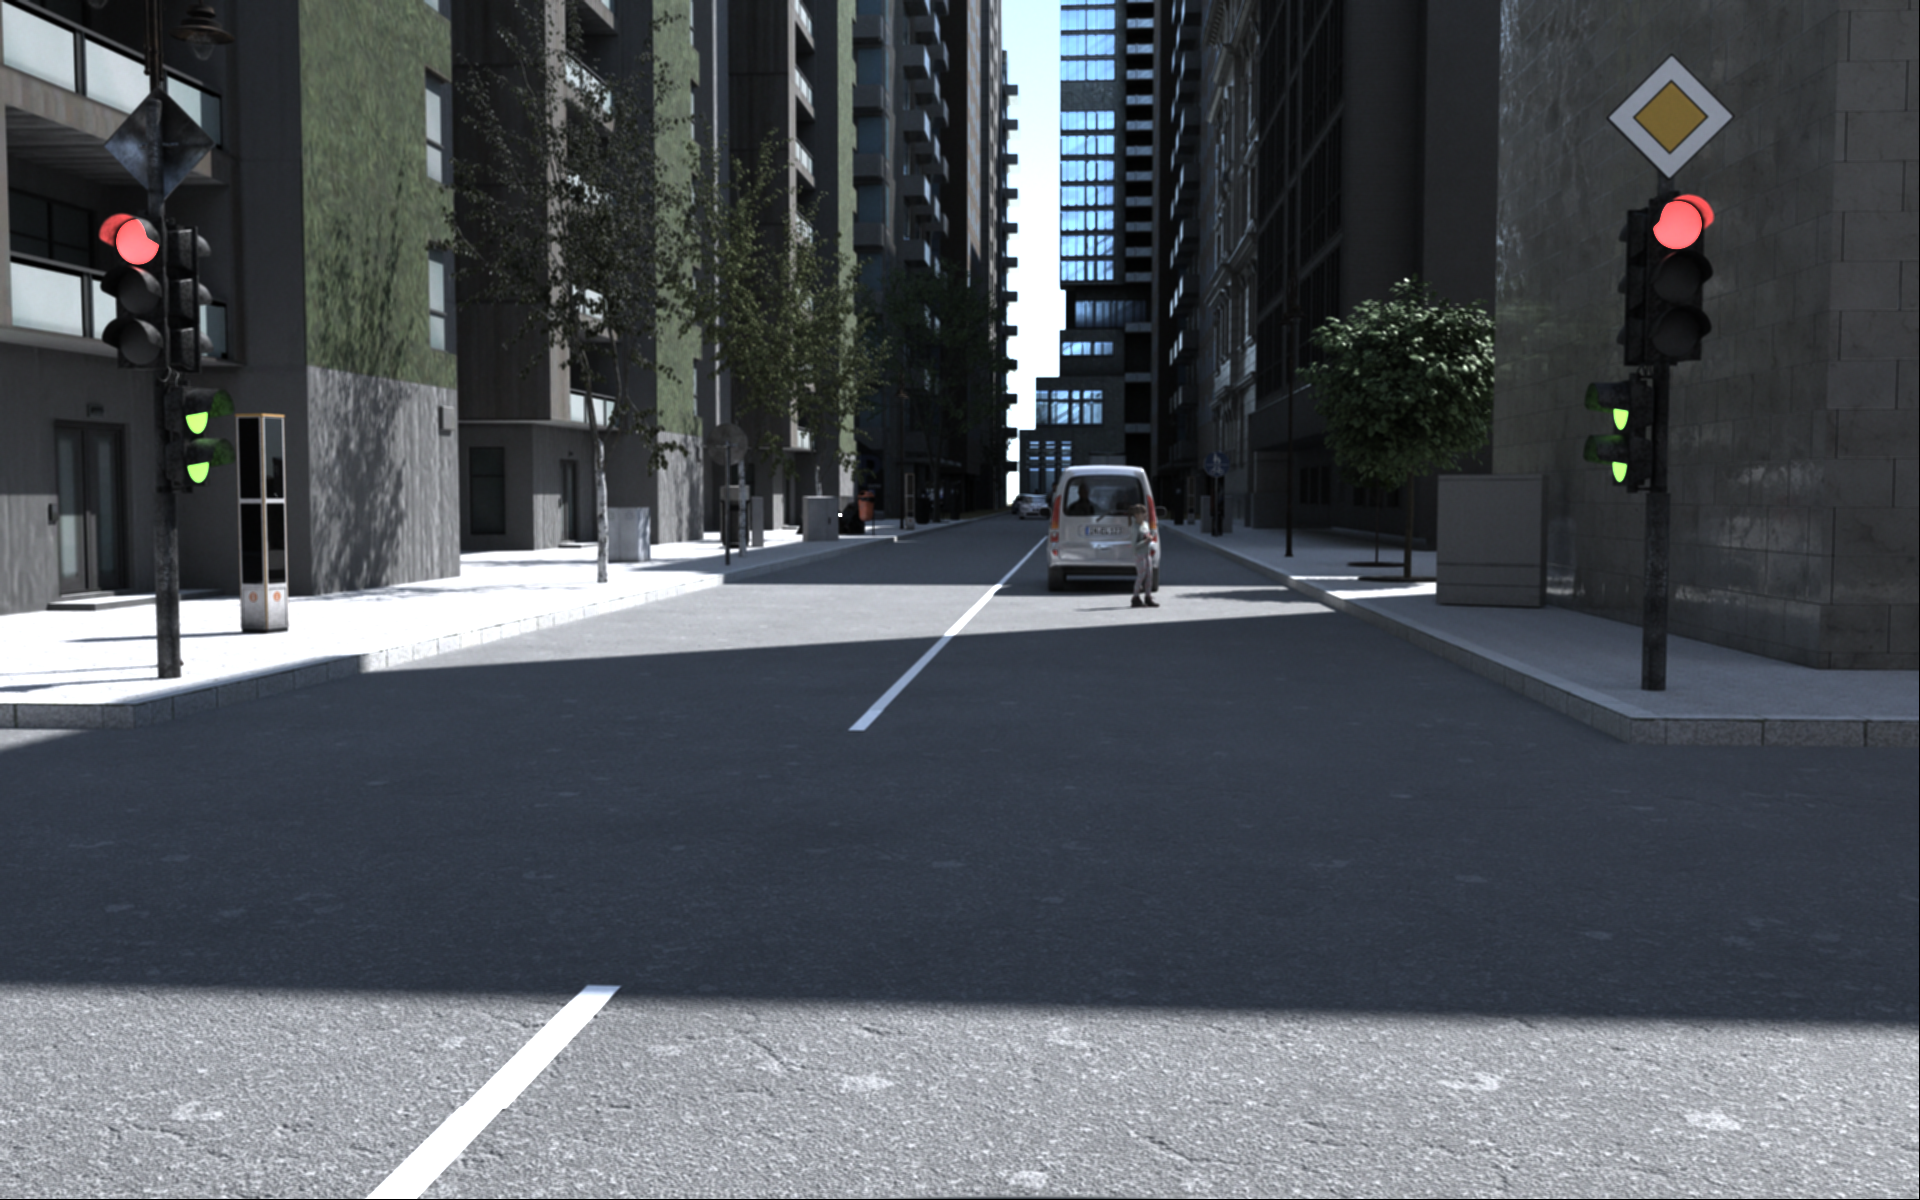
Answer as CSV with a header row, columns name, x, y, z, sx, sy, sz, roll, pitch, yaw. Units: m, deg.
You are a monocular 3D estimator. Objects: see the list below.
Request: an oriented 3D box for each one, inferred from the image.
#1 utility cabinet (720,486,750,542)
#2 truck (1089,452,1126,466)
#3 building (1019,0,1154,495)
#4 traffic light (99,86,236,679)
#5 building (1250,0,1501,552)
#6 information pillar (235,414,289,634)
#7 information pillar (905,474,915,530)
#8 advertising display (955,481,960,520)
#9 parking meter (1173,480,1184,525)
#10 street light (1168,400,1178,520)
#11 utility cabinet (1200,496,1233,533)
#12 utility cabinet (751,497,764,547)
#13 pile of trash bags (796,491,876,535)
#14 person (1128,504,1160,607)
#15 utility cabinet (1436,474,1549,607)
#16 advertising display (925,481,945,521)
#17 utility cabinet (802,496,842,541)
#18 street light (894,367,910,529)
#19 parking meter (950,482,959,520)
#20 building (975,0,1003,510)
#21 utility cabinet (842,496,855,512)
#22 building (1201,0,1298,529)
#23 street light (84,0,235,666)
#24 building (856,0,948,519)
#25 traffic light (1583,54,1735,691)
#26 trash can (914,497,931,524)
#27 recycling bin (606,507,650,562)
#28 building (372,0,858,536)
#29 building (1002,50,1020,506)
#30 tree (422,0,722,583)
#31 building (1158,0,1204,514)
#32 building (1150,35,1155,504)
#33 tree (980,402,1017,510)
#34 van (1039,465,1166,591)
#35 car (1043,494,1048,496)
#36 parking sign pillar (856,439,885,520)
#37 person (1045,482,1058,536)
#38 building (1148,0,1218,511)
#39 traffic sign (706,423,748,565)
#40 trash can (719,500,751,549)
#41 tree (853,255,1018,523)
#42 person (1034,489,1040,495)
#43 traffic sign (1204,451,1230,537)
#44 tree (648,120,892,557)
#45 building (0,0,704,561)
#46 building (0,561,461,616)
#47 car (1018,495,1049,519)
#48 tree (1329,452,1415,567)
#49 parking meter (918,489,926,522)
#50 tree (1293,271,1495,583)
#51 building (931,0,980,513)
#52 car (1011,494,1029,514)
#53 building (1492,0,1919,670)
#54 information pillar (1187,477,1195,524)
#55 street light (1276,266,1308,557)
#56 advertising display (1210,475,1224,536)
name,x,y,z,sx,sy,sz,roll,pitch,yaw
utility cabinet,-6.004,-2.289,46.096,0.318,1.500,1.173,-2,4,-34
truck,10.344,-8.082,121.059,2.839,4.237,11.283,0,4,5
building,22.147,-53.033,179.765,31.000,86.520,22.319,0,4,4
traffic light,-5.504,-1.410,11.974,0.839,4.253,0.868,0,4,4
building,16.594,-15.643,49.272,14.314,27.812,24.014,0,4,4
information pillar,-6.451,-0.705,16.019,0.304,2.012,0.304,1,4,19
information pillar,-1.800,-3.522,62.075,0.304,2.012,0.304,-1,4,-10
advertising display,-0.121,-4.942,86.022,0.123,1.923,0.974,-1,4,-10
parking meter,9.120,-4.070,72.253,0.399,1.863,0.255,1,4,18
street light,10.489,-6.888,85.407,0.468,5.910,1.993,0,4,4
utility cabinet,8.470,-2.814,57.166,1.020,1.237,0.306,-1,4,-11
utility cabinet,-4.931,-1.901,42.239,0.306,1.237,1.020,0,4,-7
pile of trash bags,-3.708,-2.761,54.901,1.912,1.369,3.447,-3,4,-36
person,2.334,-0.560,21.930,0.394,1.301,0.425,1,4,18
utility cabinet,6.073,-0.678,19.772,1.173,1.500,0.318,2,4,32
advertising display,-1.207,-4.810,83.858,0.974,1.923,0.123,1,4,21
utility cabinet,-3.794,-2.207,47.248,1.020,1.237,0.306,-3,5,-39
street light,-2.131,-5.539,63.358,0.468,5.910,1.993,0,4,4
parking meter,-0.269,-4.864,85.245,0.255,1.863,0.399,-3,5,-42
building,-6.982,-43.589,150.926,20.611,71.187,20.563,0,4,4
utility cabinet,-3.900,-3.003,60.255,0.306,1.237,1.020,-1,4,-19
building,17.865,-17.516,73.780,14.401,28.519,23.554,0,4,4
street light,-5.904,-2.446,12.772,0.468,5.910,1.993,0,4,4
building,-12.403,-29.530,102.425,23.786,49.044,30.456,0,4,4
traffic light,4.531,-1.366,11.247,0.839,4.253,0.868,0,4,4
trash can,-1.594,-3.794,73.682,0.748,1.137,0.748,0,3,0
recycling bin,-6.323,-1.240,32.836,0.722,1.027,0.722,1,4,9
building,-11.686,-23.221,63.261,14.154,41.232,14.086,0,4,4
building,-8.904,-34.478,183.325,30.456,49.044,23.786,0,4,4
tree,-5.243,-4.544,24.657,4.360,8.622,3.978,0,3,0
building,25.729,-30.371,116.174,23.786,49.044,30.456,0,4,4
building,23.935,-28.713,153.048,14.154,41.232,14.086,0,4,4
tree,2.722,-11.366,136.200,4.360,8.622,3.978,0,3,0
van,2.216,-1.216,26.900,2.013,2.044,4.112,0,4,4
car,7.099,-7.771,136.849,2.009,1.686,4.222,0,4,6
parking sign pillar,-4.445,-5.943,85.642,1.447,3.967,1.447,-2,4,-24
person,3.183,-2.980,57.213,0.794,1.824,0.713,2,4,32
building,22.628,-29.893,138.865,14.600,45.320,14.200,0,4,4
traffic sign,-4.195,-1.901,31.191,0.768,2.556,0.104,0,4,6
trash can,-5.301,-1.789,40.907,0.748,1.137,0.748,0,3,0
tree,-1.168,-9.247,76.938,9.928,11.665,9.643,0,3,0
person,6.643,-8.725,150.785,1.348,1.869,0.705,3,4,38
traffic sign,7.664,-3.156,51.700,0.768,2.556,0.104,1,4,11
tree,-4.188,-5.168,34.861,4.737,8.622,4.395,0,3,0
building,-14.751,-21.883,41.383,14.154,41.232,14.086,0,4,4
building,-15.255,-20.533,19.316,14.154,41.232,14.086,0,4,4
car,4.354,-5.336,99.608,2.083,1.381,4.827,0,4,3
tree,7.562,-2.218,30.870,1.663,3.219,1.824,0,3,0
parking meter,-1.750,-4.368,79.833,0.372,1.533,0.369,0,3,0
tree,6.588,-2.565,25.652,4.285,4.588,4.351,0,3,0
building,-5.863,-29.045,124.998,14.600,45.320,14.200,0,4,4
car,4.664,-6.865,124.245,2.014,1.417,4.499,0,4,4
building,15.041,-9.897,16.574,16.860,20.320,10.420,0,4,4
information pillar,9.783,-4.208,73.296,0.304,2.012,0.304,0,4,4
street light,6.746,-3.826,35.337,0.468,5.910,1.993,0,4,4
advertising display,7.900,-2.933,53.167,0.123,1.923,0.974,2,4,27
